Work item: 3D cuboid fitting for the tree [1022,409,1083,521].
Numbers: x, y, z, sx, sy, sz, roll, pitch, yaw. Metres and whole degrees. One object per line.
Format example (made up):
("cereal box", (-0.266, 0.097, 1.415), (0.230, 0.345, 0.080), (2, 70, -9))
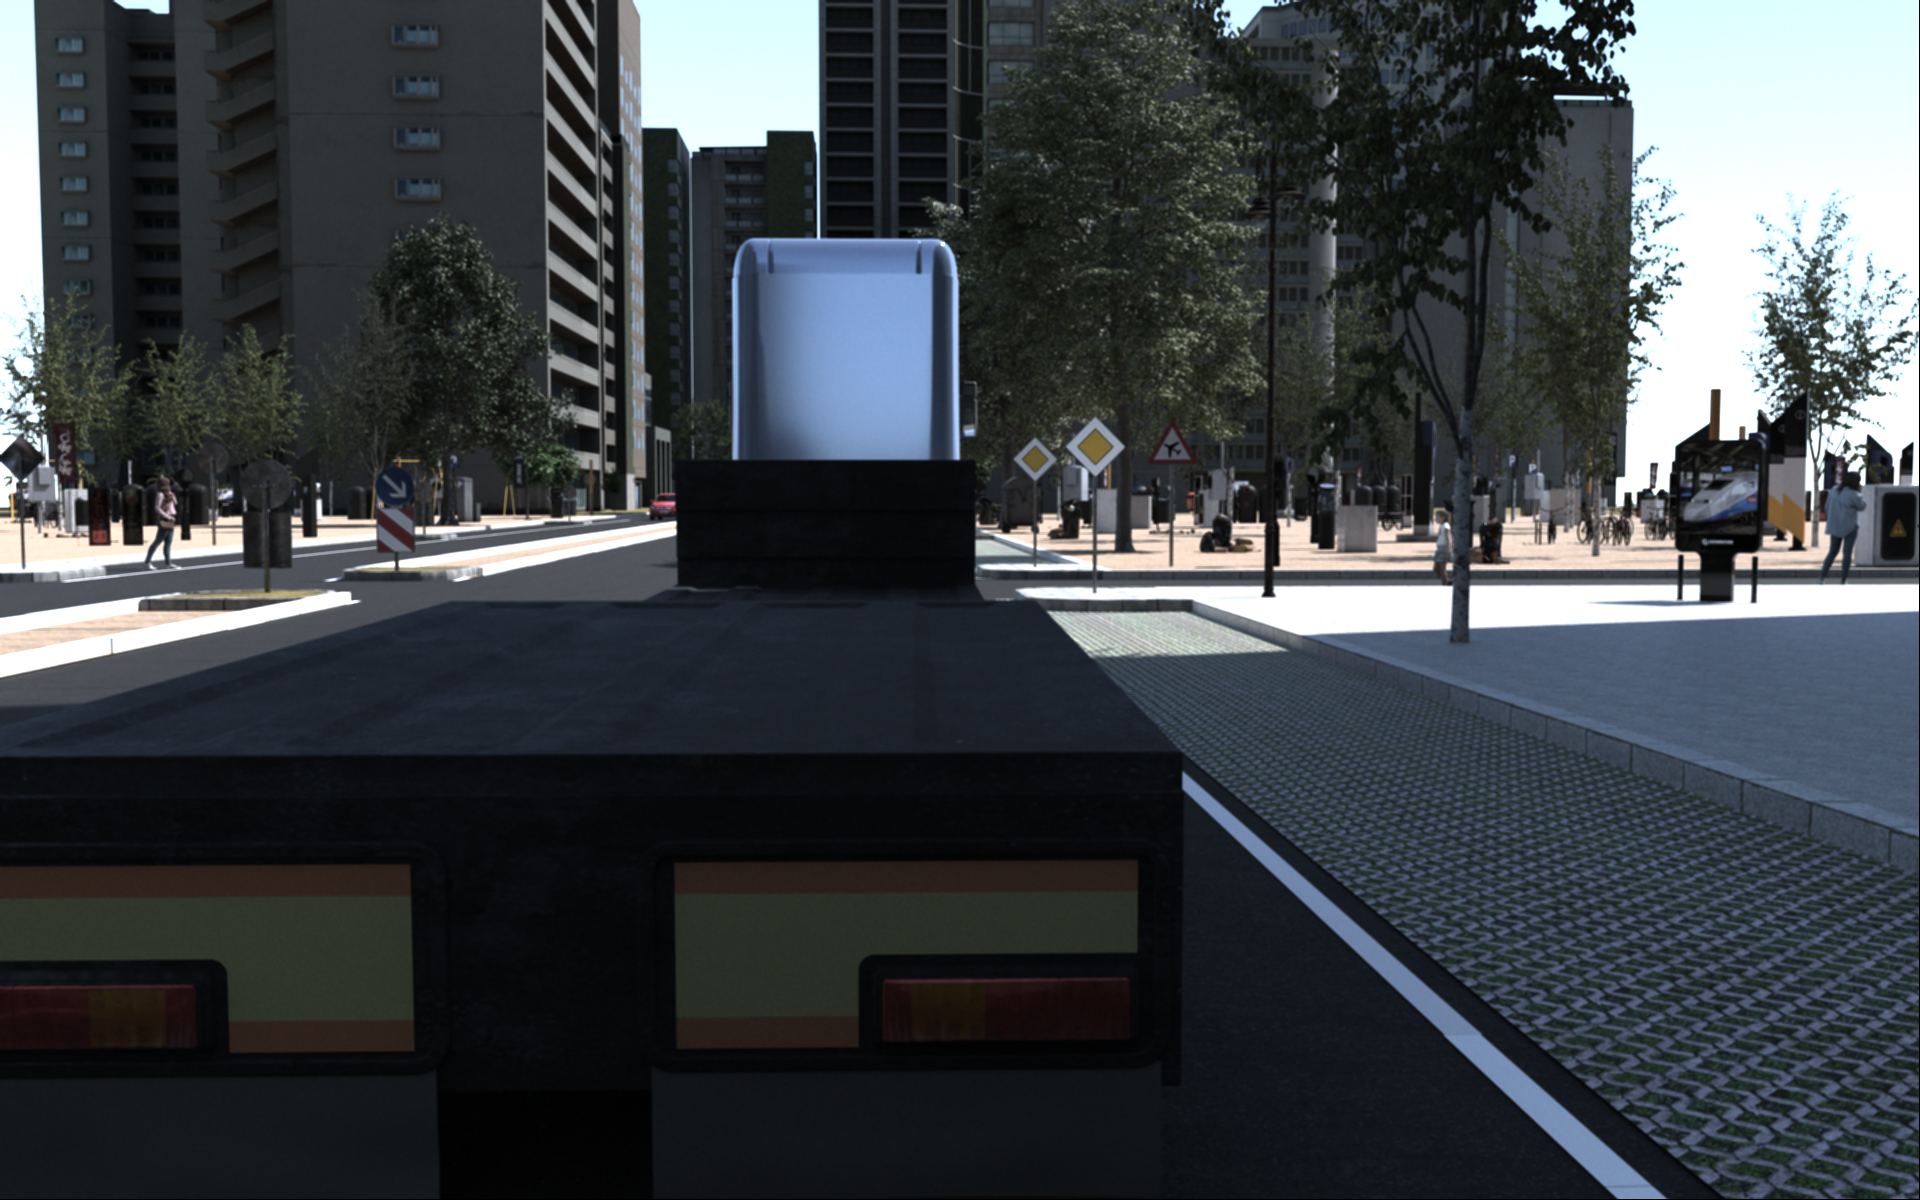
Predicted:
("tree", (4.510, -8.115, 83.042), (4.360, 8.622, 3.978), (0, 3, 0))

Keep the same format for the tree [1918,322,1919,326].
("tree", (21.154, -5.101, 33.759), (4.360, 8.622, 3.978), (0, 3, 0))

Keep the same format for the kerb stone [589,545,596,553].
("kerb stone", (-9.054, -1.215, 42.137), (0.120, 0.150, 1.000), (0, 4, -3))

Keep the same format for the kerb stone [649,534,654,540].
("kerb stone", (-9.652, -1.907, 53.405), (0.120, 0.150, 1.000), (0, 4, -3))

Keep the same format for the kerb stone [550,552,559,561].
("kerb stone", (-8.774, -0.906, 37.010), (0.120, 0.150, 1.000), (0, 4, -3))

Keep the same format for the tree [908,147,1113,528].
("tree", (1.789, -9.659, 64.584), (9.857, 13.997, 8.962), (0, 3, 0))

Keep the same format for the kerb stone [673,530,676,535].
("kerb stone", (-9.976, -2.276, 59.555), (0.120, 0.150, 1.000), (0, 4, -3))

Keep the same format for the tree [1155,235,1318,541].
("tree", (7.458, -5.964, 47.874), (4.360, 8.622, 3.978), (0, 3, 0))

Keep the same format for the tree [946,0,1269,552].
("tree", (3.252, -7.341, 38.153), (7.486, 12.596, 7.792), (0, 3, 0))

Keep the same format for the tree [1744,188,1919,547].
("tree", (20.956, -5.596, 41.851), (4.737, 8.622, 4.395), (0, 3, 0))

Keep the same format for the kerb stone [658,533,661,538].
("kerb stone", (-9.763, -2.034, 55.446), (0.120, 0.150, 1.000), (0, 4, -3))

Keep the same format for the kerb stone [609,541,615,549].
("kerb stone", (-9.218, -1.407, 45.202), (0.120, 0.150, 1.000), (0, 4, -3))

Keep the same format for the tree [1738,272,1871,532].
("tree", (28.202, -6.608, 58.400), (4.360, 8.622, 3.978), (0, 3, 0))

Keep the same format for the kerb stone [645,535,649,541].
("kerb stone", (-9.596, -1.844, 52.384), (0.120, 0.150, 1.000), (0, 4, -3))

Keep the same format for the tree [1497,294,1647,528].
("tree", (23.132, -6.990, 64.647), (4.360, 8.622, 3.978), (0, 3, 0))

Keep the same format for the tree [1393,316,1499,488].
("tree", (20.964, -7.389, 71.168), (4.360, 8.622, 3.978), (0, 3, 0))

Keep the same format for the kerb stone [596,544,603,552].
("kerb stone", (-9.098, -1.282, 43.161), (0.120, 0.150, 1.000), (0, 4, -3))

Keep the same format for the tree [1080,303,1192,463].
("tree", (9.134, -10.200, 92.533), (9.928, 11.665, 9.643), (0, 3, 0))

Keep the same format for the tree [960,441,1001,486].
("tree", (0.508, -6.613, 91.844), (4.285, 4.588, 4.351), (0, 3, 0))

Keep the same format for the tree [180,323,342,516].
("tree", (-29.852, -7.578, 74.259), (4.737, 8.622, 4.395), (0, 3, 0))

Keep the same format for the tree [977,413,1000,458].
("tree", (-0.845, -10.675, 108.953), (8.767, 10.594, 7.601), (-2, 4, -31))

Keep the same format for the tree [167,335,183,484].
("tree", (-35.326, -7.818, 78.188), (4.737, 8.622, 4.395), (0, 3, 0))

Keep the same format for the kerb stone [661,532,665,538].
("kerb stone", (-9.818, -2.097, 56.477), (0.120, 0.150, 1.000), (0, 4, -3))

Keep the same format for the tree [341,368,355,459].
("tree", (-36.853, -9.232, 101.312), (4.737, 8.622, 4.395), (0, 3, 0))

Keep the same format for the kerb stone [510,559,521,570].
("kerb stone", (-8.564, -0.656, 32.923), (0.120, 0.150, 1.000), (0, 4, -3))

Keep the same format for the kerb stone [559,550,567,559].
("kerb stone", (-8.843, -0.969, 38.039), (0.120, 0.150, 1.000), (0, 4, -3))

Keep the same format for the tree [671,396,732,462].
("tree", (-27.053, -15.660, 181.793), (9.928, 11.665, 9.643), (0, 3, 0))

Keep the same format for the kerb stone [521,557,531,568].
("kerb stone", (-8.622, -0.719, 33.944), (0.120, 0.150, 1.000), (0, 4, -3))

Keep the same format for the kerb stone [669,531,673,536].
("kerb stone", (-9.918, -2.223, 58.533), (0.120, 0.150, 1.000), (0, 4, -3))

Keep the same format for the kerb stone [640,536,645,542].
("kerb stone", (-9.540, -1.784, 51.358), (0.120, 0.150, 1.000), (0, 4, -3))

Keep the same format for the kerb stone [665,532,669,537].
("kerb stone", (-9.868, -2.157, 57.512), (0.120, 0.150, 1.000), (0, 4, -3))

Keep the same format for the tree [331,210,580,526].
("tree", (-20.862, -9.383, 70.415), (9.611, 12.733, 9.660), (0, 3, 0))

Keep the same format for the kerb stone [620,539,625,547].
("kerb stone", (-9.332, -1.532, 47.246), (0.120, 0.150, 1.000), (0, 4, -3))

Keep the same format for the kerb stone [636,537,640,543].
("kerb stone", (-9.493, -1.717, 50.332), (0.120, 0.150, 1.000), (0, 4, -3))

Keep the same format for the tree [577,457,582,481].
("tree", (-22.779, -6.909, 96.674), (4.285, 4.588, 4.351), (0, 3, 0))

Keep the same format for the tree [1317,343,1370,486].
("tree", (12.959, -7.156, 67.357), (4.360, 8.622, 3.978), (0, 3, 0))

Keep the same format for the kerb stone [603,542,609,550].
("kerb stone", (-9.158, -1.343, 44.182), (0.120, 0.150, 1.000), (0, 4, -3))

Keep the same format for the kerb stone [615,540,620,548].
("kerb stone", (-9.272, -1.470, 46.226), (0.120, 0.150, 1.000), (0, 4, -3))

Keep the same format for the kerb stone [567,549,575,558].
("kerb stone", (-8.896, -1.027, 39.063), (0.120, 0.150, 1.000), (0, 4, -3))

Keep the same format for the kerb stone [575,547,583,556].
("kerb stone", (-8.941, -1.095, 40.094), (0.120, 0.150, 1.000), (0, 4, -3))

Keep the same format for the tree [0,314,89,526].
("tree", (-37.544, -7.334, 70.277), (4.360, 8.622, 3.978), (0, 3, 0))

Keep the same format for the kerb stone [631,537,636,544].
("kerb stone", (-9.437, -1.658, 49.311), (0.120, 0.150, 1.000), (0, 4, -3))

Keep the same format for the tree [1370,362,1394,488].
("tree", (22.425, -8.611, 91.148), (4.360, 8.622, 3.978), (0, 3, 0))

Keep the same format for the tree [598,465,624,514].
("tree", (-22.726, -7.294, 113.852), (1.663, 3.219, 1.824), (0, 3, 0))

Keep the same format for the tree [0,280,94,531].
("tree", (-31.195, -6.724, 60.295), (4.737, 8.622, 4.395), (0, 3, 0))

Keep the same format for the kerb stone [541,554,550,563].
("kerb stone", (-8.718, -0.835, 35.990), (0.120, 0.150, 1.000), (0, 4, -3))

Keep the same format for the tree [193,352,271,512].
("tree", (-37.020, -8.488, 89.138), (4.360, 8.622, 3.978), (0, 3, 0))

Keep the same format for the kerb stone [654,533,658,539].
("kerb stone", (-9.702, -1.971, 54.425), (0.120, 0.150, 1.000), (0, 4, -3))

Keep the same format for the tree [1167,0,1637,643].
("tree", (4.170, -3.950, 14.939), (4.737, 8.622, 4.395), (0, 3, 0))

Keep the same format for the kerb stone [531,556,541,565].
("kerb stone", (-8.667, -0.781, 34.965), (0.120, 0.150, 1.000), (0, 4, -3))

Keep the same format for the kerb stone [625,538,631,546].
("kerb stone", (-9.376, -1.595, 48.278), (0.120, 0.150, 1.000), (0, 4, -3))

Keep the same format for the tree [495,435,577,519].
("tree", (-22.259, -6.437, 88.967), (4.285, 4.588, 4.351), (0, 3, 0))

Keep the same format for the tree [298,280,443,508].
("tree", (-20.162, -6.676, 59.514), (4.360, 8.622, 3.978), (0, 3, 0))

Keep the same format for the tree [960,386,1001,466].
("tree", (1.019, -9.154, 100.036), (4.737, 8.622, 4.395), (0, 3, 0))

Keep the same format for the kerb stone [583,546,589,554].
("kerb stone", (-8.999, -1.157, 41.116), (0.120, 0.150, 1.000), (0, 4, -3))
